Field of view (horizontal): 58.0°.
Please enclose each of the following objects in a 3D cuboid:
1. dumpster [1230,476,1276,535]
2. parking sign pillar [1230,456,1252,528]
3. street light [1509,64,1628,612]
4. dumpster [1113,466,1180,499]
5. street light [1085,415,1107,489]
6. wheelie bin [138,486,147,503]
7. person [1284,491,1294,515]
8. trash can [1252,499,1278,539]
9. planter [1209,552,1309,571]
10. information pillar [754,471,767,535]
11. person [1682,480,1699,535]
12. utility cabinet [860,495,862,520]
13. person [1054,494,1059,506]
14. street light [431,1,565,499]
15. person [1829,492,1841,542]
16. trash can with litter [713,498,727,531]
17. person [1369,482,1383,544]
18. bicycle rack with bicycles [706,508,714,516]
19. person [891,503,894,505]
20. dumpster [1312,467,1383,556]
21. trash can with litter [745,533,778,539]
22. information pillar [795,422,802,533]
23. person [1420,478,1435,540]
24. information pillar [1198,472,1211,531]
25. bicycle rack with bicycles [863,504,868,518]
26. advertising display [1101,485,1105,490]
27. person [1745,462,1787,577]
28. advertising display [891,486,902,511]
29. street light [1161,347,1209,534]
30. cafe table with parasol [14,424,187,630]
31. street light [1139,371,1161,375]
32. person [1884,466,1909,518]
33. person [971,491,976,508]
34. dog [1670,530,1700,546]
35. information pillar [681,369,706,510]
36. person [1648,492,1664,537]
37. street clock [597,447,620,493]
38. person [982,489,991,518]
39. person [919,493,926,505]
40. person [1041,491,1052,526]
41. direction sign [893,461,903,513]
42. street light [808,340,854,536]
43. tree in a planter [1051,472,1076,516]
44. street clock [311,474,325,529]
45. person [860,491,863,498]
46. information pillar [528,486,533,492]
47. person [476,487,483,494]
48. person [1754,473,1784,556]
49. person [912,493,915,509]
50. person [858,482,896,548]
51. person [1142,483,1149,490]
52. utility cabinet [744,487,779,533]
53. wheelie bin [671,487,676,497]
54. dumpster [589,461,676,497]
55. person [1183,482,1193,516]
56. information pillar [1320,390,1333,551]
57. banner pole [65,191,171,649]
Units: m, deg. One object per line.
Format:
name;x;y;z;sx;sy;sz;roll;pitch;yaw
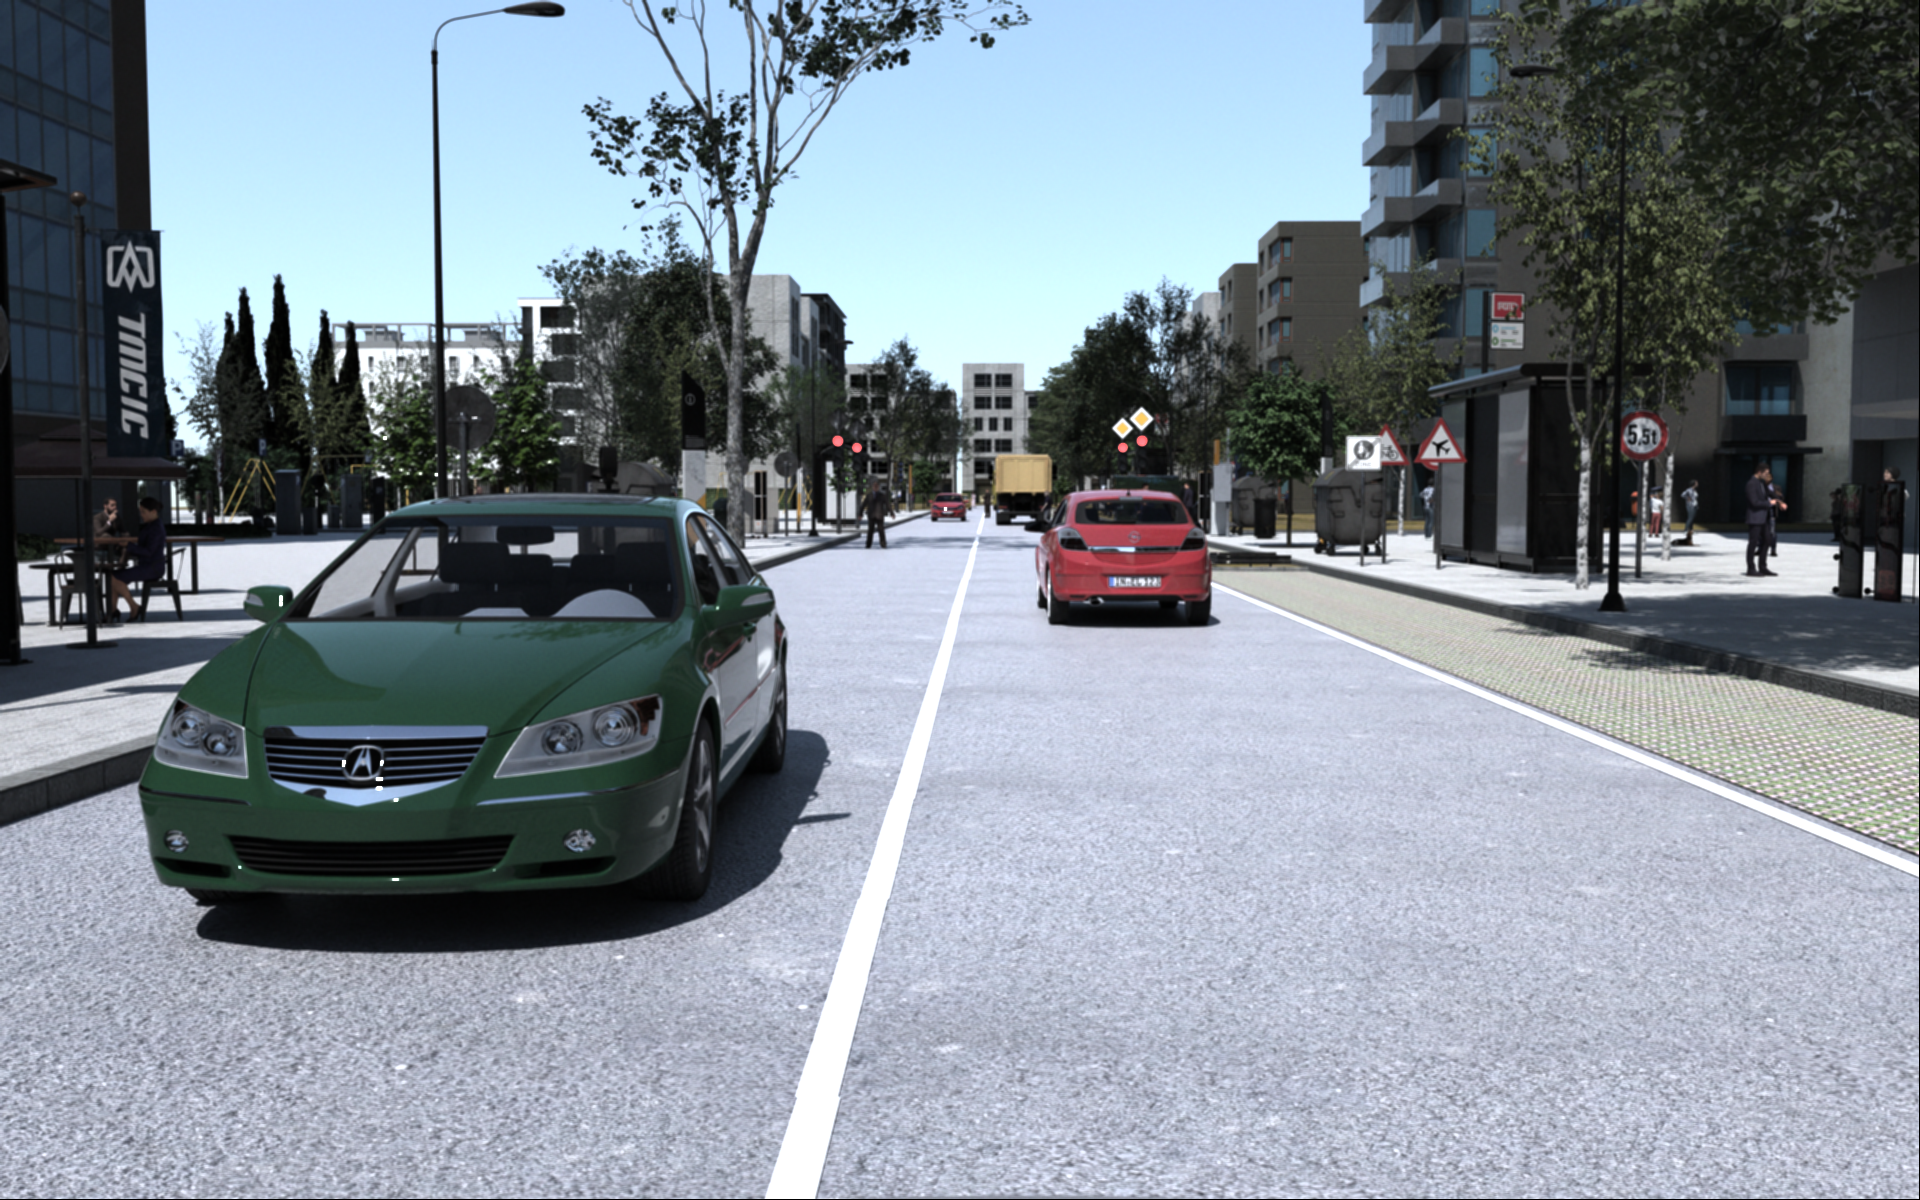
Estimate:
dumpster;9.276;-3.001;54.820;1.264;1.857;1.865;0;4;1
parking sign pillar;10.915;-4.761;66.310;1.447;3.967;1.447;0;4;-7
street light;6.635;-2.834;18.873;1.470;5.913;1.316;0;4;1
dumpster;5.521;-2.848;51.518;1.985;2.255;1.502;0;4;1
street light;8.066;-7.911;101.893;1.470;5.913;1.316;0;4;1
wheelie bin;-30.305;-3.471;64.654;0.980;1.594;0.693;-1;4;-15
person;20.199;-5.984;106.573;0.574;1.496;0.600;0;4;-5
trash can;8.770;-2.334;49.814;0.748;1.137;0.748;0;3;0
planter;5.444;-0.717;32.860;1.991;0.319;1.994;0;4;1
information pillar;-6.338;-3.092;55.046;0.304;2.012;0.304;2;4;26
person;23.115;-2.935;54.757;0.841;1.734;0.376;-3;5;-41
utility cabinet;-5.286;-4.538;85.357;0.306;1.237;1.020;3;5;43
person;10.090;-10.611;180.243;0.721;1.735;1.217;-1;4;-20
street light;-4.426;-2.689;16.504;1.470;5.913;1.316;0;4;1
person;23.635;-2.248;46.713;0.340;1.345;0.435;-2;4;-28
trash can with litter;-6.431;-2.181;47.052;0.624;1.170;1.055;0;4;2
person;10.549;-2.282;44.182;0.431;1.722;0.655;0;4;6
bicycle rack with bicycles;-8.269;-3.186;65.470;2.925;0.926;2.852;1;4;19
person;-7.505;-11.526;195.160;0.551;1.740;0.621;-1;4;-8
dumpster;8.166;-1.870;36.326;1.264;1.857;1.865;0;4;1
trash can with litter;-6.165;-2.378;49.937;2.233;1.210;1.678;-2;4;-33
information pillar;-5.263;-3.981;56.451;0.183;3.616;0.504;-1;4;-10
person;13.055;-2.530;48.133;0.376;1.734;0.841;0;3;0
information pillar;7.996;-3.185;56.571;0.304;2.012;0.304;3;5;39
bicycle rack with bicycles;-6.172;-4.812;92.061;2.925;0.926;2.852;2;4;24
advertising display;9.927;-6.847;117.159;0.123;1.923;0.974;-3;5;-45
person;12.510;-1.246;26.859;0.568;1.767;0.683;3;5;40
advertising display;-4.831;-7.742;131.801;0.974;1.923;0.123;2;4;31
street light;7.253;-5.042;54.984;1.470;5.913;1.316;0;4;1
cafe table with parasol;-8.694;-0.747;17.075;2.610;1.966;2.610;2;4;29
street light;7.465;-5.697;65.685;1.470;5.913;1.316;0;4;1
person;15.178;-1.307;28.143;0.376;1.734;0.841;2;4;26
person;1.403;-10.640;183.136;0.551;1.740;0.621;-2;4;-29
dog;17.869;-1.534;42.825;0.550;0.427;0.748;-2;4;-25
information pillar;-5.033;-2.528;32.687;0.504;3.616;0.183;-3;5;-42
person;20.680;-2.540;51.474;0.435;1.345;0.340;2;4;28
street clock;-5.371;-1.341;26.498;0.358;2.002;0.471;-1;4;-19
person;1.607;-5.882;105.361;0.600;1.739;0.565;0;4;4
person;-4.302;-12.247;207.076;1.217;1.735;0.721;-2;4;-24
person;3.523;-3.573;69.134;0.569;1.553;0.471;-3;5;-43
direction sign;-4.240;-7.728;118.354;0.876;3.537;0.379;3;5;41
street light;-3.905;-4.885;52.417;1.470;5.913;1.316;0;4;1
tree in a planter;6.875;-7.222;115.304;1.991;3.239;1.994;0;4;1
street clock;-23.600;-3.618;63.725;0.358;2.002;0.471;1;4;18
person;-8.267;-8.332;142.989;0.721;1.743;1.217;1;4;23
information pillar;-13.014;-2.954;52.788;0.304;2.012;0.304;1;4;10
person;-14.372;-2.630;51.744;0.600;1.496;0.574;2;4;26
person;16.616;-1.763;35.694;0.431;1.722;0.655;-3;5;-44
person;-4.075;-8.509;148.393;0.599;1.433;0.991;1;4;15
person;-2.197;-2.240;45.674;0.990;1.755;0.434;0;4;3
person;5.246;-2.443;49.154;0.576;1.737;0.504;0;4;6
utility cabinet;-6.496;-2.911;56.273;1.173;1.500;0.318;-1;4;-18
wheelie bin;-5.932;-1.589;33.893;0.693;1.594;0.980;0;4;1
dumpster;-5.851;-1.538;30.910;1.264;1.857;1.865;0;4;1
person;8.412;-3.481;63.875;0.541;1.710;0.530;-3;5;-42
information pillar;8.323;-2.934;39.323;0.183;3.616;0.504;2;4;35
banner pole;-7.055;-1.495;14.461;0.863;3.779;0.401;-1;4;-10
